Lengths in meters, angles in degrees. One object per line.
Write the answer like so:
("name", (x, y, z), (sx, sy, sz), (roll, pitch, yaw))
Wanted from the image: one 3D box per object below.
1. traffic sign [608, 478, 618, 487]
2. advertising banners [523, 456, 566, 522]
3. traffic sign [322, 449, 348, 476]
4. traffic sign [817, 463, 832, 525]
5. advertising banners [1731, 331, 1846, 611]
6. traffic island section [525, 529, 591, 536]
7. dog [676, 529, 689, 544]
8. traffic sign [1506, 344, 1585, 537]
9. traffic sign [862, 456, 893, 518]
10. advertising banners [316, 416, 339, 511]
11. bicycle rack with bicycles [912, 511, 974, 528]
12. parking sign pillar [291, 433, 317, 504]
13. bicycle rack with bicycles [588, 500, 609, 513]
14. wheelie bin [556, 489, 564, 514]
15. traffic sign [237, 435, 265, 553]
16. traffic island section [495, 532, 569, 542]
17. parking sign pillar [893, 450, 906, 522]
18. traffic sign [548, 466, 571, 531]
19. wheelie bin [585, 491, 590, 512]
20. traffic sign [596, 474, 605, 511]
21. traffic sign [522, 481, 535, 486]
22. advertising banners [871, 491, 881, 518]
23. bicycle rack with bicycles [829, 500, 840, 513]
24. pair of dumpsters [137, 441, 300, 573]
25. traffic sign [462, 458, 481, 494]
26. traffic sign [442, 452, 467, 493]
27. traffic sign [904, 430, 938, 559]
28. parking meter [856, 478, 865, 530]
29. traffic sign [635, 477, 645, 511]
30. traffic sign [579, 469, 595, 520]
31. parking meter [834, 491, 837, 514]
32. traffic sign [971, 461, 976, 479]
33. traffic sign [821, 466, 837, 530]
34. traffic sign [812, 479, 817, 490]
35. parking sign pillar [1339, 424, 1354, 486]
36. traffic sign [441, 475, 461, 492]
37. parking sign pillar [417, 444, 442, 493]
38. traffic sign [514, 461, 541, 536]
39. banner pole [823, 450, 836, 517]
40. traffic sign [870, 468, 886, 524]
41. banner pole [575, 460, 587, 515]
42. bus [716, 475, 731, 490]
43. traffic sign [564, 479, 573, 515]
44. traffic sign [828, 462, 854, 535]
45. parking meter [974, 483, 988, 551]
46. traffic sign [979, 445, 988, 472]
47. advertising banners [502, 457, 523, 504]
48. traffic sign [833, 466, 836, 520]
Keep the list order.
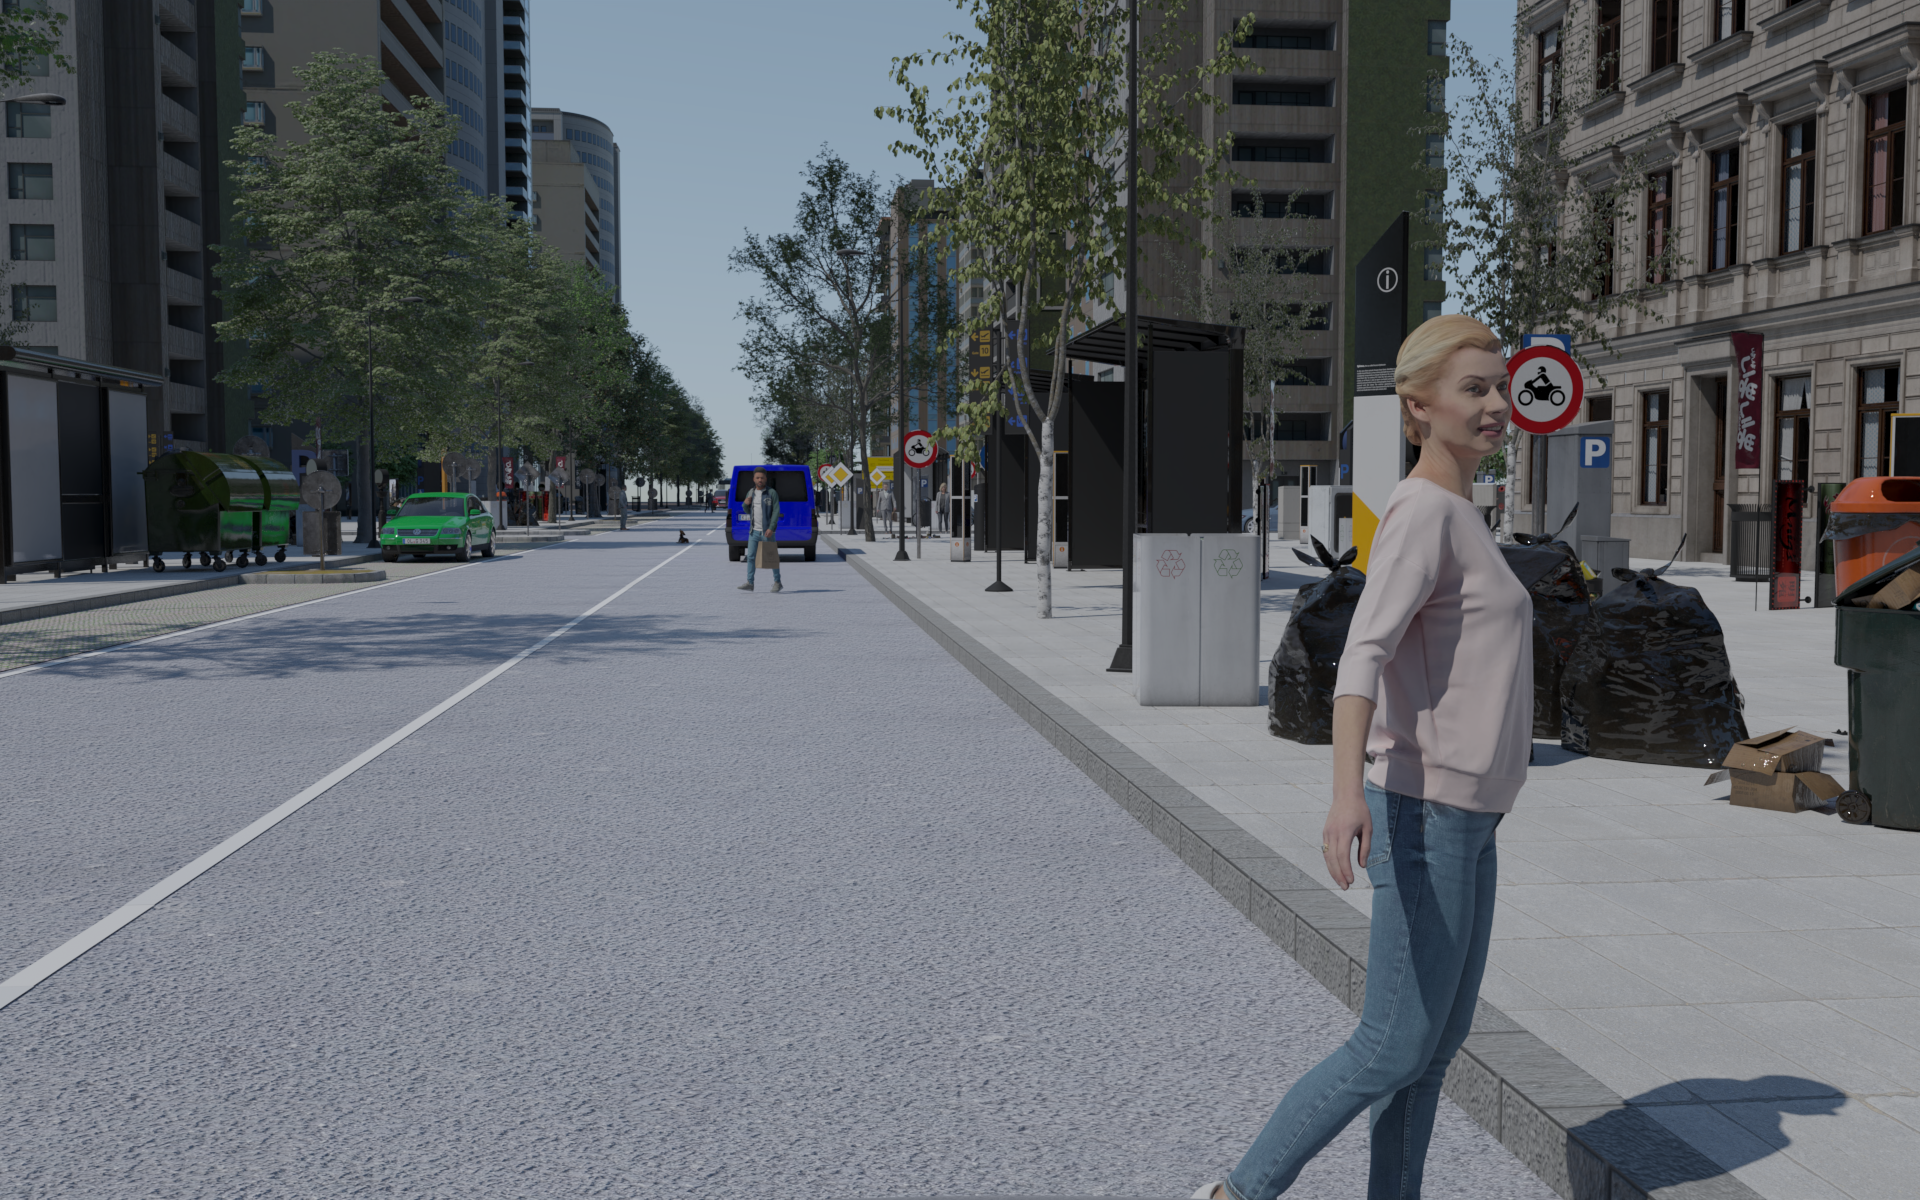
("traffic sign", (-27.064, -8.257, 135.104), (0.768, 2.556, 0.104), (0, 4, 1))
("advertising banners", (-19.263, -5.164, 80.612), (2.074, 3.025, 0.090), (1, 4, 15))
("traffic sign", (-14.308, -2.296, 39.670), (0.606, 2.300, 0.079), (0, 4, 2))
("traffic sign", (-5.552, -4.411, 72.220), (0.768, 2.556, 0.104), (0, 4, 3))
("advertising banners", (9.168, -1.403, 19.124), (2.074, 3.025, 0.090), (-2, 4, -28))
("traffic island section", (-14.091, -2.361, 60.883), (2.009, 0.180, 2.903), (0, 4, -6))
("dog", (-8.121, -1.845, 50.366), (0.550, 0.427, 0.748), (1, 4, 13))
("traffic sign", (4.941, -0.900, 14.827), (0.768, 2.556, 0.104), (0, 4, -6))
("traffic sign", (-4.178, -6.091, 93.454), (2.265, 3.308, 0.079), (0, 4, 2))
("advertising banners", (-14.001, -2.576, 38.306), (0.090, 3.025, 2.074), (-2, 4, -31))
("bicycle rack with bicycles", (-0.221, -3.224, 66.101), (2.925, 0.926, 2.852), (0, 4, 8))
("parking sign pillar", (-28.697, -5.363, 76.149), (1.447, 3.967, 1.447), (0, 4, -7))
("bicycle rack with bicycles", (-23.685, -6.202, 114.782), (2.852, 0.926, 2.925), (1, 4, 10))
("wheelie bin", (-26.011, -6.349, 111.713), (0.980, 1.594, 0.693), (3, 4, 39))
("traffic sign", (-15.366, -2.292, 37.576), (0.768, 2.556, 0.104), (0, 4, -4))
("traffic island section", (-13.220, -1.876, 52.945), (2.009, 0.180, 2.903), (0, 4, -6))
("parking sign pillar", (-2.358, -5.521, 78.745), (1.447, 3.967, 1.447), (1, 4, 20))
("traffic sign", (-14.068, -3.497, 60.824), (0.795, 2.450, 0.064), (0, 4, -6))
("wheelie bin", (-26.060, -6.990, 122.197), (0.693, 1.594, 0.980), (0, 4, 1))
("traffic sign", (-22.793, -6.683, 109.372), (0.768, 2.556, 0.104), (0, 4, -4))
("traffic sign", (-21.604, -5.176, 86.762), (0.606, 2.300, 0.079), (0, 4, -4))
("advertising banners", (-3.803, -6.164, 96.962), (2.074, 3.025, 0.090), (-1, 4, -17))
("bicycle rack with bicycles", (-7.344, -6.293, 116.266), (2.852, 0.926, 2.925), (2, 4, 28))
("pair of dumpsters", (-12.898, -1.699, 30.274), (1.574, 2.255, 4.437), (0, 4, -6))
("traffic sign", (-17.313, -3.738, 61.215), (0.768, 2.556, 0.104), (0, 4, 0))
("traffic sign", (-15.324, -3.206, 52.530), (0.768, 2.556, 0.104), (0, 4, 1))
("traffic sign", (-0.816, -2.094, 34.336), (0.768, 2.556, 0.104), (0, 4, -5))
("parking meter", (-3.532, -3.474, 62.508), (0.399, 1.863, 0.255), (2, 4, 26))
("traffic sign", (-23.872, -7.903, 129.314), (0.768, 2.556, 0.104), (0, 4, -3))
("traffic sign", (-18.629, -5.287, 86.542), (0.768, 2.556, 0.104), (0, 4, -5))
("parking meter", (-8.022, -6.231, 110.287), (0.372, 1.533, 0.369), (0, 3, 0))
("traffic sign", (0.223, -3.850, 63.046), (0.768, 2.556, 0.104), (0, 4, 2))
("traffic sign", (-4.578, -3.560, 61.840), (0.795, 2.450, 0.064), (0, 4, -6))
("traffic sign", (-9.649, -6.908, 114.129), (0.795, 2.450, 0.064), (0, 4, 3))
("parking sign pillar", (11.389, -3.710, 49.130), (1.447, 3.967, 1.447), (-2, 4, -31))
("traffic sign", (-22.551, -4.693, 76.727), (0.884, 2.594, 0.081), (0, 4, 1))
("parking sign pillar", (-29.237, -6.591, 96.242), (1.447, 3.967, 1.447), (1, 4, 10))
("traffic sign", (-13.197, -3.012, 52.886), (0.795, 2.450, 0.064), (0, 4, -6))
("banner pole", (-7.329, -6.595, 97.844), (0.863, 3.779, 0.401), (-3, 4, -37))
("traffic sign", (-3.615, -4.539, 75.404), (0.795, 2.450, 0.064), (0, 4, -3))
("banner pole", (-23.423, -7.146, 106.850), (0.401, 3.779, 0.863), (3, 5, 43))
("bus", (-25.610, -12.211, 194.516), (2.948, 3.499, 13.247), (0, 4, -5))
("traffic sign", (-24.515, -6.587, 107.697), (0.884, 2.594, 0.081), (0, 4, -2))
("traffic sign", (-3.708, -3.074, 53.903), (0.795, 2.450, 0.064), (0, 4, -6))
("parking meter", (0.499, -1.880, 39.157), (0.372, 1.533, 0.369), (0, 3, 0))
("traffic sign", (0.838, -2.571, 42.141), (0.768, 2.556, 0.104), (0, 3, 0))
("advertising banners", (-20.557, -5.238, 81.834), (2.074, 3.025, 0.090), (-1, 4, -20))
("traffic sign", (-5.684, -4.732, 77.476), (0.768, 2.556, 0.104), (0, 4, 1))
